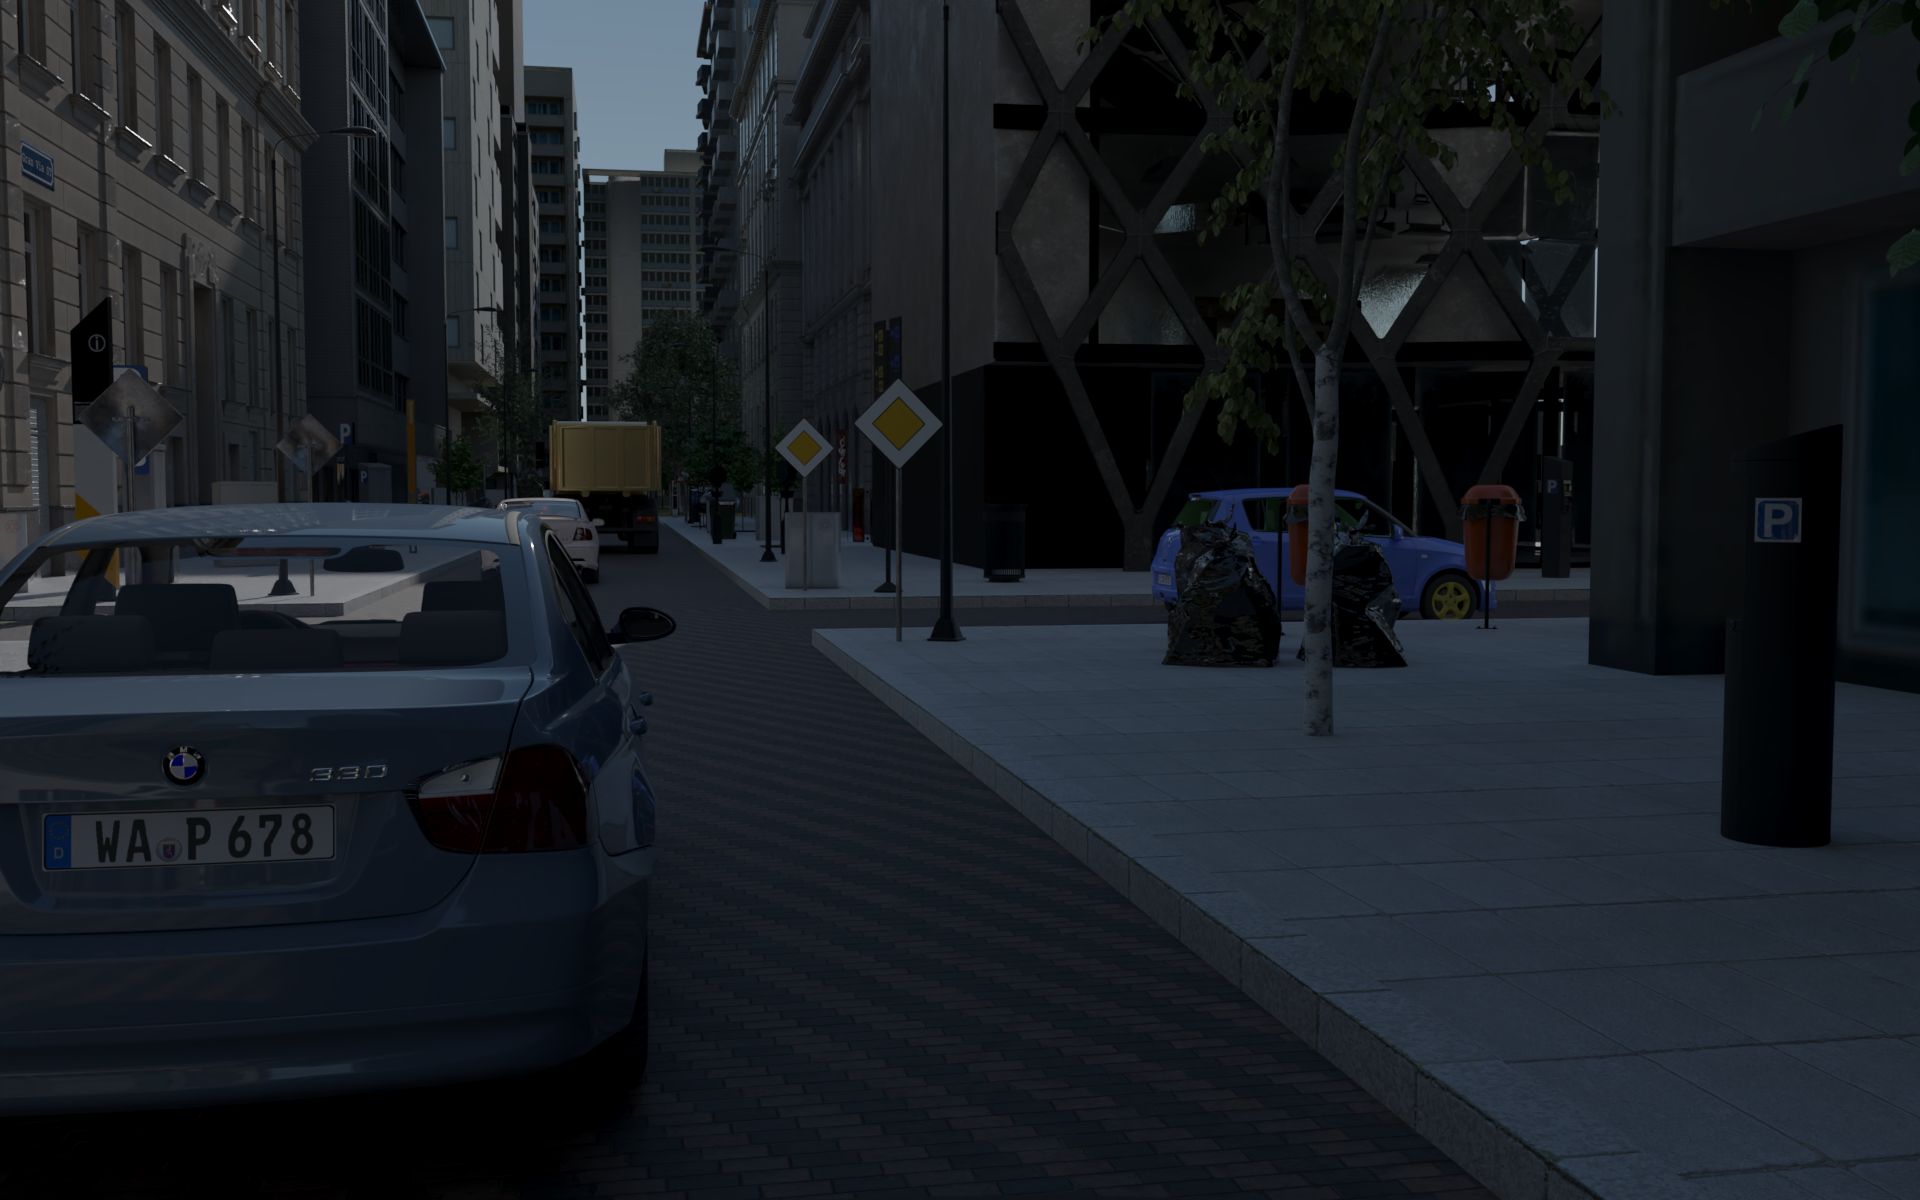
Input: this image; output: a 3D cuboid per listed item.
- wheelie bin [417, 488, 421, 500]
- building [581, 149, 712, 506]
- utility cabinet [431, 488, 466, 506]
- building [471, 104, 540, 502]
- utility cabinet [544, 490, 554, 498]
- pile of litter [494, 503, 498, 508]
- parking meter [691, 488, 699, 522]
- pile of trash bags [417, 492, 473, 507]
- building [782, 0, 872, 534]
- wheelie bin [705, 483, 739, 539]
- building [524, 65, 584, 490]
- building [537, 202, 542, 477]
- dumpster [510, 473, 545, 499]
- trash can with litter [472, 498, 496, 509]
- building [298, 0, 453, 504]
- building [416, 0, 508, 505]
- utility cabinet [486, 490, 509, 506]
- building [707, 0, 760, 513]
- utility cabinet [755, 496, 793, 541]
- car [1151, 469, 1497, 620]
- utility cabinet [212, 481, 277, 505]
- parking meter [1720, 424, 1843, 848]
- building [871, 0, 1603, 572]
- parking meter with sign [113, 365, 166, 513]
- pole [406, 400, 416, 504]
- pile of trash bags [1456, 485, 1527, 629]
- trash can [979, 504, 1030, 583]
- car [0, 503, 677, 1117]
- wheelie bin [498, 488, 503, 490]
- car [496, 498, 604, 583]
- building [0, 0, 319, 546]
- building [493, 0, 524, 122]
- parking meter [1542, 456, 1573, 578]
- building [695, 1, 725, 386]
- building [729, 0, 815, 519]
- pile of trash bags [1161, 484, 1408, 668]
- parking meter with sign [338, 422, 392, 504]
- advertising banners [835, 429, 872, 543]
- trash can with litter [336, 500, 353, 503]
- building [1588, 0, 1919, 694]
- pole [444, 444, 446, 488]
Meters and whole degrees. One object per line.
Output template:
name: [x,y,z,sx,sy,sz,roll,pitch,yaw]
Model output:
wheelie bin: [-29.199,-5.184,92.672,0.980,1.594,0.693,1,4,14]
building: [-30.920,-30.959,198.056,23.993,40.220,32.217,-1,4,-11]
utility cabinet: [-18.329,-3.268,62.103,1.173,1.500,0.318,-2,4,-35]
building: [-38.976,-21.771,127.661,14.160,30.474,14.107,-1,4,-11]
utility cabinet: [-22.241,-5.201,93.710,0.318,1.500,1.173,-2,4,-32]
pile of litter: [-22.318,-4.260,83.614,1.719,0.858,1.176,-2,4,-33]
parking meter: [-12.009,-4.289,78.539,0.372,1.533,0.369,0,3,0]
pile of trash bags: [-26.093,-4.755,87.492,1.912,1.369,3.447,1,4,23]
building: [1.347,-13.489,62.346,13.314,21.916,24.055,-1,4,-11]
wheelie bin: [-6.777,-2.525,49.186,0.980,1.594,0.693,-2,4,-28]
building: [-52.157,-34.487,187.569,21.600,48.544,21.300,-1,4,-11]
building: [-45.594,-23.639,158.198,14.107,30.474,14.160,-1,4,-11]
dumpster: [-19.829,-4.702,79.375,1.502,2.255,1.985,-1,4,-11]
trash can with litter: [-14.696,-2.542,52.948,0.624,1.170,1.055,1,4,15]
building: [-27.145,-14.865,62.116,14.314,24.678,30.058,-1,4,-11]
building: [-42.493,-31.552,105.113,28.713,52.752,27.495,-1,4,-11]
utility cabinet: [-22.785,-4.673,85.077,1.173,1.500,0.318,-3,4,-36]
building: [-6.917,-31.049,127.255,23.786,49.044,30.456,-1,4,-11]
utility cabinet: [-5.149,-2.253,47.992,1.020,1.237,0.306,-2,4,-26]
car: [3.969,-0.569,18.892,3.694,1.707,1.945,-1,4,-10]
utility cabinet: [-12.615,-1.347,30.704,0.318,1.500,1.173,3,5,39]
parking meter: [3.039,0.122,6.414,0.372,1.533,0.369,0,3,0]
building: [7.634,-10.278,35.492,16.811,18.784,16.820,-1,4,-11]
parking meter with sign: [-11.423,-1.715,24.306,0.543,3.016,1.738,-1,4,-10]
pole: [-11.869,-2.669,37.486,0.158,3.312,0.155,0,3,0]
pile of trash bags: [6.413,-0.393,16.176,3.447,1.369,1.912,1,4,21]
trash can: [0.646,-0.832,25.256,0.748,1.137,0.748,0,3,0]
car: [-1.872,0.407,5.345,2.014,1.417,4.499,-1,4,-11]
wheelie bin: [-23.684,-4.971,89.180,0.693,1.594,0.980,0,4,3]
car: [-7.001,-1.016,28.981,2.083,1.381,4.827,-1,4,-13]
building: [-21.297,-14.509,34.486,12.463,27.353,25.104,-1,4,-11]
building: [-42.835,-30.030,141.105,14.600,45.320,14.200,-1,4,-11]
parking meter: [9.143,-1.271,26.500,0.255,1.863,0.399,-2,4,-32]
building: [-12.368,-30.706,156.667,22.147,44.769,28.867,-1,4,-11]
building: [-4.424,-17.663,86.055,12.463,27.353,25.104,-1,4,-11]
pile of trash bags: [2.752,-0.279,14.312,1.912,1.369,3.447,1,4,16]
parking meter with sign: [-14.409,-2.844,42.765,0.543,3.016,1.738,2,4,34]
advertising banners: [-2.687,-3.053,46.102,0.090,3.025,2.074,-3,5,-40]
trash can with litter: [-11.427,-1.322,33.010,0.624,1.170,1.055,2,4,34]
building: [17.188,-23.218,3.312,21.300,48.544,21.600,-1,4,-11]
pole: [-19.187,-4.338,64.778,0.158,3.312,0.155,0,3,0]
